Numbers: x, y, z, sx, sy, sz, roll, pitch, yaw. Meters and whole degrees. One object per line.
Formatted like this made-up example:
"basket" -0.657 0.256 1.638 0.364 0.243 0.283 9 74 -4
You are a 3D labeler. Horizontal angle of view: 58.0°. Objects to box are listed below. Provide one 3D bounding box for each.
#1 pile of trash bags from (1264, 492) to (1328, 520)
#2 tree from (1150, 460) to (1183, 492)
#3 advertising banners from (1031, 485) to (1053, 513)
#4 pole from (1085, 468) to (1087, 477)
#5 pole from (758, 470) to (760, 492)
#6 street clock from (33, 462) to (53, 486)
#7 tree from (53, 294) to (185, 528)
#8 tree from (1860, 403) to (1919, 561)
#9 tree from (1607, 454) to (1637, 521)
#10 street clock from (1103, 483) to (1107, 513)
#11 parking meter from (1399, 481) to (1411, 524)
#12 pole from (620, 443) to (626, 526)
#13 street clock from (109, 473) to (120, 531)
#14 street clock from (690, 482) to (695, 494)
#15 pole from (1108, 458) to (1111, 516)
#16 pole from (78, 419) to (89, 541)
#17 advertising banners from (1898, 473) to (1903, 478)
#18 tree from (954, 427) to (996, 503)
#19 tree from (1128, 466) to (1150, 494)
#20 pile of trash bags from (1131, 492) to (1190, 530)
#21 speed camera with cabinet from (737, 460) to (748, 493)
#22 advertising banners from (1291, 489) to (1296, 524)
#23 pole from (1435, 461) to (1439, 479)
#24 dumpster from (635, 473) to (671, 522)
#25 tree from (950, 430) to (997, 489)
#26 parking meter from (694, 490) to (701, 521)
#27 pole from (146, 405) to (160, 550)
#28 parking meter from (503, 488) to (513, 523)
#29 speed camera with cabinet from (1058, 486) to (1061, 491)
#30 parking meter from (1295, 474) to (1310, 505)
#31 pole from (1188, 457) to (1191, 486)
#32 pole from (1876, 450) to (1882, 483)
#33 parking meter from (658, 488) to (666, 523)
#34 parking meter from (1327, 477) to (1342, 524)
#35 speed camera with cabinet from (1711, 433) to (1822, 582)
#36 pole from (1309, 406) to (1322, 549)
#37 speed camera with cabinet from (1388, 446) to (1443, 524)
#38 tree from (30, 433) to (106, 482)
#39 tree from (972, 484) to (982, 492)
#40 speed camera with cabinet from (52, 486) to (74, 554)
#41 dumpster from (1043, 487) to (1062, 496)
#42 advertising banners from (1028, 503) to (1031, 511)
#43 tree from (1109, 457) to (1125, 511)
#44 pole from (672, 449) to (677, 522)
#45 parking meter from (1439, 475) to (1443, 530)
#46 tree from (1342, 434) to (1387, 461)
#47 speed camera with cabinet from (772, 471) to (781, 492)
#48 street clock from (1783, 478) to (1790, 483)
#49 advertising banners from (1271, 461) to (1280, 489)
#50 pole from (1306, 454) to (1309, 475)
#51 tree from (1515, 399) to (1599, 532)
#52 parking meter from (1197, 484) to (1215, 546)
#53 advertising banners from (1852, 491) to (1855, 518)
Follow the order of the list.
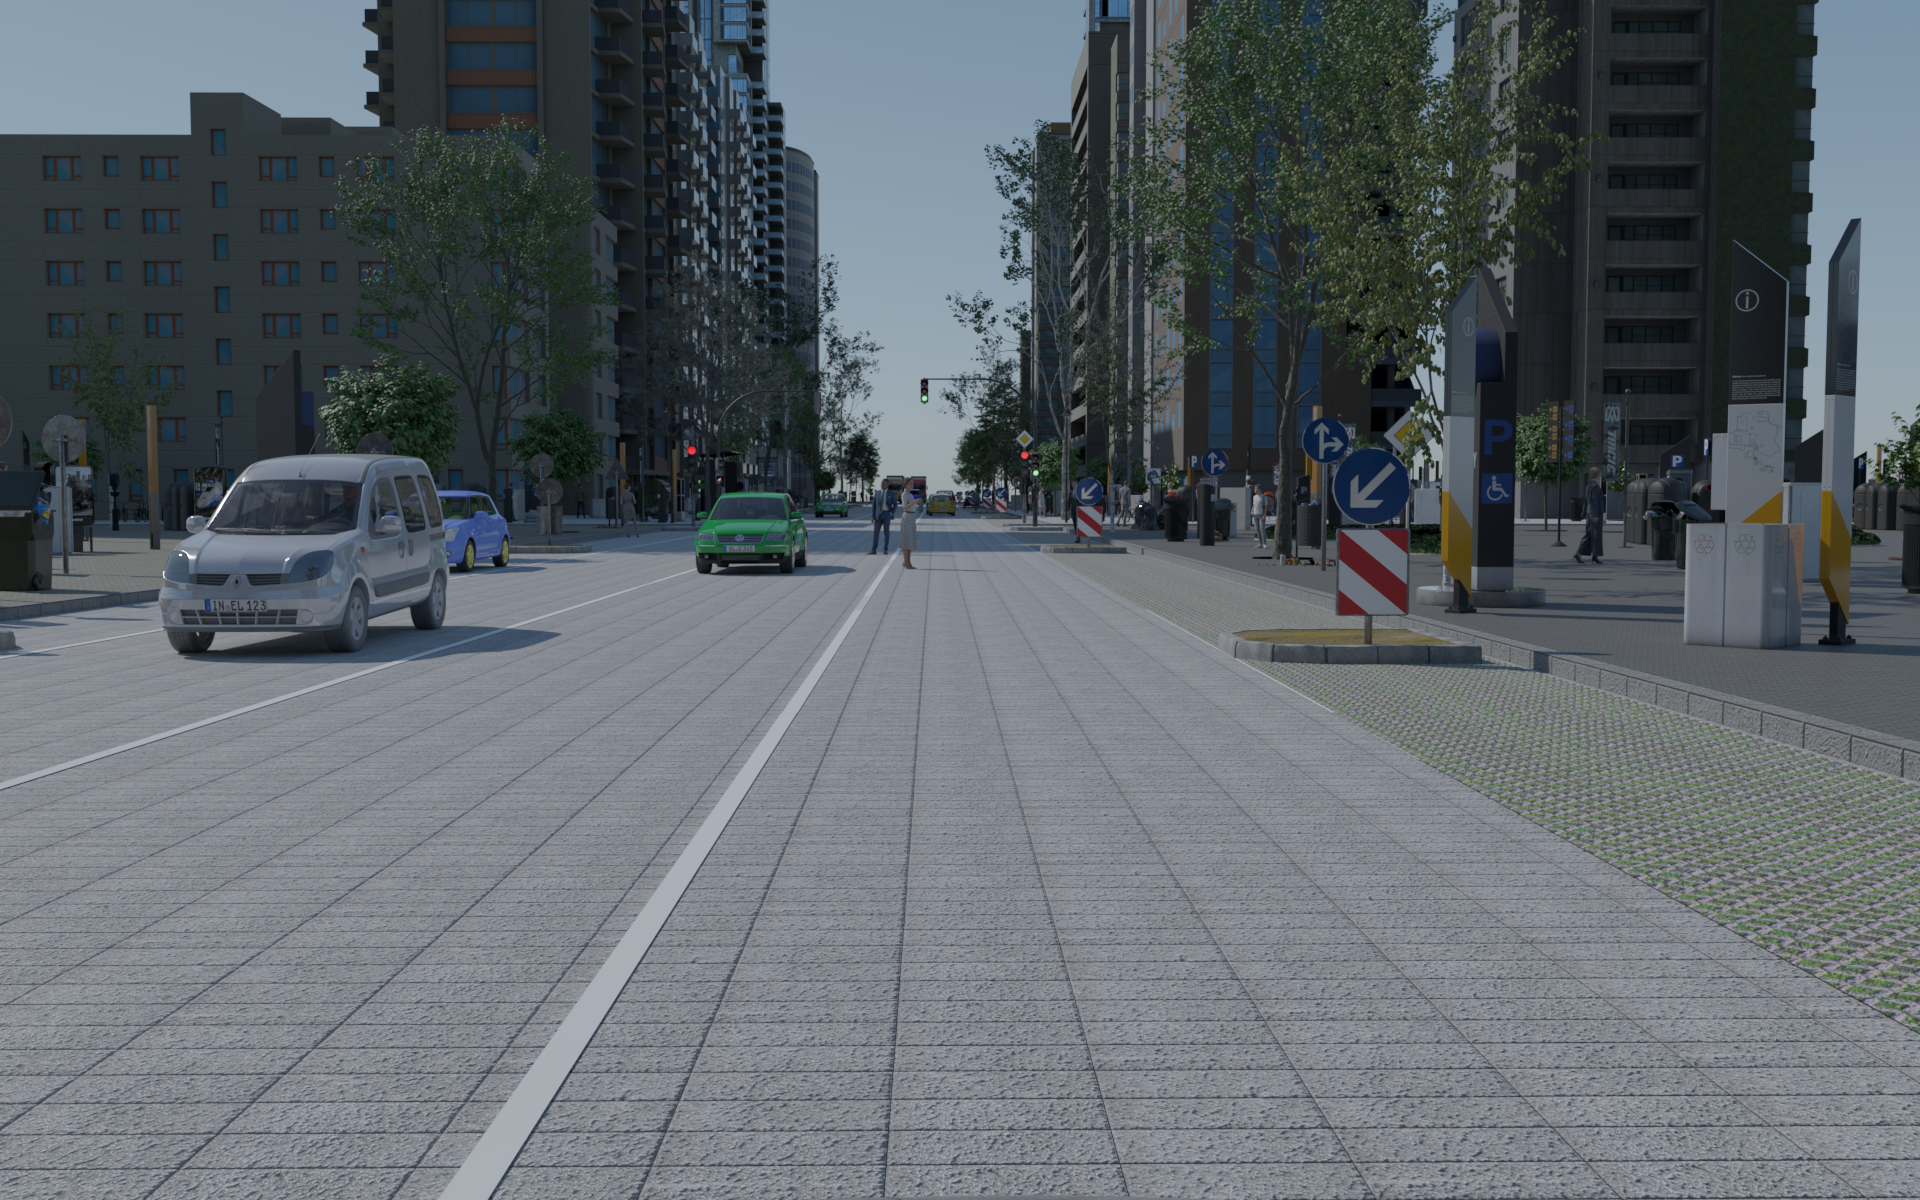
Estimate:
"pile of trash bags" 16.816 -4.684 86.339 3.447 1.369 1.912 0 4 5
"tree" 12.053 -6.287 97.388 1.663 3.219 1.824 0 3 0
"advertising banners" 5.707 -7.327 115.982 0.090 3.025 2.074 -3 5 -41
"pole" 9.984 -8.772 137.272 0.158 3.312 0.155 0 3 0
"pole" -16.960 -9.301 145.910 0.158 3.312 0.155 0 3 0
"street clock" -20.765 -2.126 39.336 0.358 2.002 0.471 1 4 9
"tree" -31.541 -6.991 64.670 4.737 8.622 4.395 0 3 0
"tree" 18.710 -2.388 33.646 1.663 3.219 1.824 0 3 0
"tree" 31.434 -5.374 82.461 1.663 3.219 1.824 0 3 0
"street clock" 9.749 -6.851 116.585 0.358 2.002 0.471 0 4 6
"parking meter" 15.922 -3.437 61.907 0.399 1.863 0.255 -3 5 -43
"pole" -13.349 -4.573 68.618 0.158 3.312 0.155 0 3 0
"street clock" -29.550 -3.424 60.559 0.358 2.002 0.471 -1 4 -13
"street clock" -15.726 -5.969 102.155 0.358 2.002 0.471 1 4 20
"pole" 8.562 -6.440 99.140 0.158 3.312 0.155 0 3 0
"pole" -23.756 -3.247 46.930 0.158 3.312 0.155 0 3 0
"advertising banners" 72.148 -8.298 131.863 0.090 3.025 2.074 -1 4 -12
"tree" 2.928 -20.848 266.611 9.928 11.665 9.643 0 3 0
"tree" 11.164 -6.814 106.018 1.663 3.219 1.824 0 3 0
"pile of trash bags" 7.268 -3.179 61.735 1.912 1.369 3.447 0 4 -5
"speed camera with cabinet" -13.404 -6.528 101.072 2.038 3.252 0.660 1 4 14
"advertising banners" 11.107 -3.780 57.991 0.090 3.025 2.074 0 4 -4
"pole" 29.135 -6.847 105.784 0.158 3.312 0.155 0 3 0
"dumpster" -14.203 -4.769 80.472 1.502 2.255 1.985 0 4 -1
"tree" 2.961 -23.404 299.663 9.611 12.733 9.660 0 3 0
"parking meter" -12.661 -4.579 83.275 0.372 1.533 0.369 0 3 0
"pole" -18.587 -2.817 39.900 0.158 3.312 0.155 0 3 0
"parking meter" -20.044 -4.182 76.789 0.372 1.533 0.369 0 3 0
"speed camera with cabinet" 7.009 -8.120 127.100 0.660 3.252 2.038 0 4 -3
"parking meter" 10.203 -2.806 51.589 0.399 1.863 0.255 0 4 2
"pole" 12.645 -6.224 95.606 0.158 3.312 0.155 0 3 0
"pole" 40.527 -5.052 76.436 0.158 3.312 0.155 0 3 0
"parking meter" -13.275 -4.205 77.163 0.372 1.533 0.369 0 3 0
"parking meter" 11.288 -2.842 52.178 0.399 1.863 0.255 2 4 28
"speed camera with cabinet" 11.827 -1.891 25.249 2.038 3.252 0.660 -2 4 -31
"pole" 8.270 -2.832 40.147 0.158 3.312 0.155 0 3 0
"speed camera with cabinet" 14.204 -3.636 53.786 2.038 3.252 0.660 3 5 41
"tree" -41.463 -5.916 80.445 4.285 4.588 4.351 0 3 0
"tree" 3.016 -17.280 277.123 1.663 3.219 1.824 0 3 0
"speed camera with cabinet" -19.947 -2.584 36.584 2.038 3.252 0.660 -2 4 -35
"dumpster" 6.396 -6.937 119.179 1.264 1.857 1.865 0 4 -1
"advertising banners" 5.702 -8.526 135.592 0.090 3.025 2.074 2 4 31
"tree" 11.101 -9.195 134.050 4.285 4.588 4.351 0 3 0
"pole" -13.052 -5.220 79.182 0.158 3.312 0.155 0 3 0
"parking meter" 12.410 -2.347 44.079 0.399 1.863 0.255 0 4 2
"tree" 21.724 -6.767 94.361 4.285 4.588 4.351 0 3 0
"speed camera with cabinet" -15.129 -9.392 147.901 0.660 3.252 2.038 3 5 39
"street clock" 37.082 -4.487 77.927 0.358 2.002 0.471 -1 4 -12
"advertising banners" 17.491 -5.833 91.557 2.074 3.025 0.090 0 4 7
"pole" 11.340 -3.824 56.360 0.158 3.312 0.155 0 3 0
"tree" 20.356 -4.656 59.839 4.285 4.588 4.351 0 3 0
"parking meter" 6.137 -2.112 42.946 0.372 1.533 0.369 0 3 0
"advertising banners" 42.240 -5.315 83.090 2.074 3.025 0.090 0 4 -1
